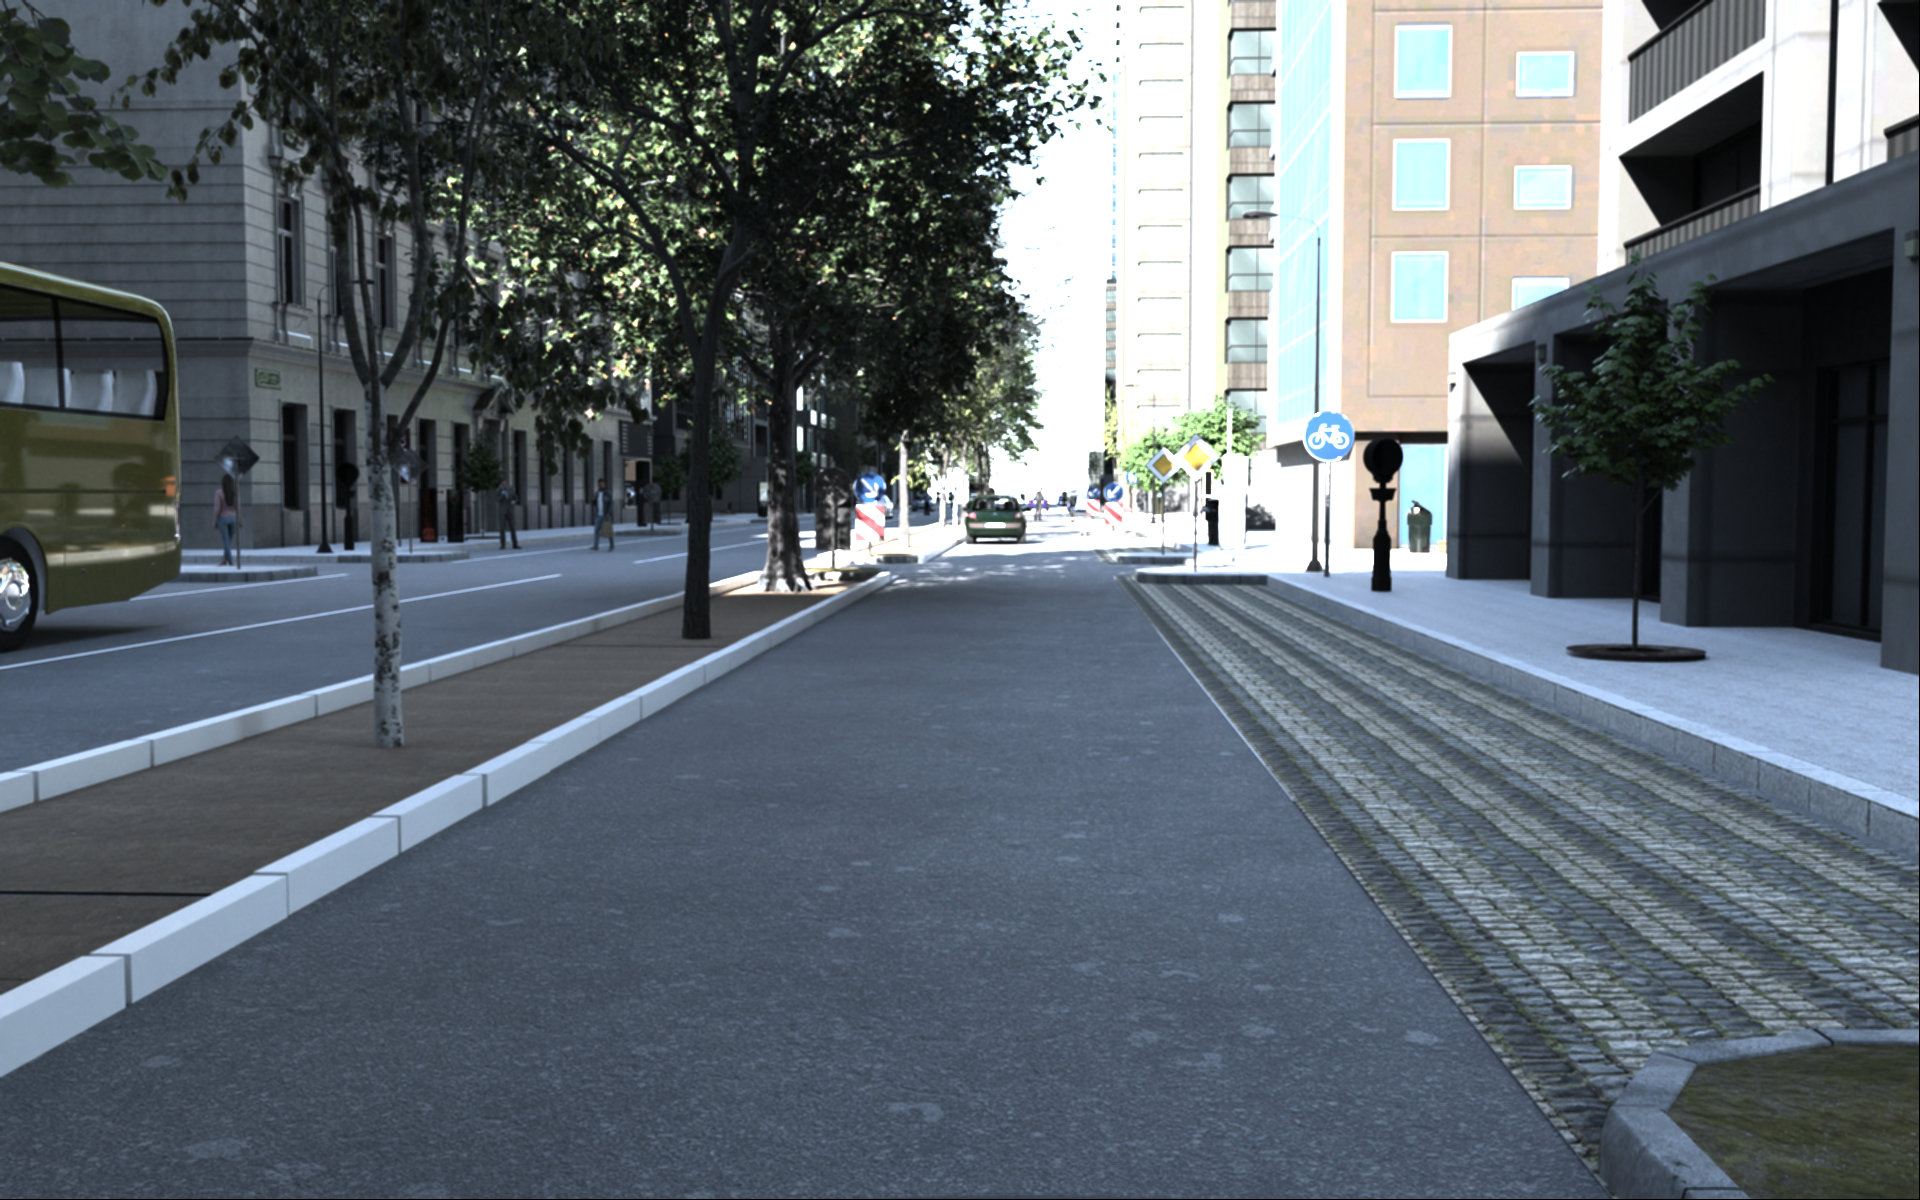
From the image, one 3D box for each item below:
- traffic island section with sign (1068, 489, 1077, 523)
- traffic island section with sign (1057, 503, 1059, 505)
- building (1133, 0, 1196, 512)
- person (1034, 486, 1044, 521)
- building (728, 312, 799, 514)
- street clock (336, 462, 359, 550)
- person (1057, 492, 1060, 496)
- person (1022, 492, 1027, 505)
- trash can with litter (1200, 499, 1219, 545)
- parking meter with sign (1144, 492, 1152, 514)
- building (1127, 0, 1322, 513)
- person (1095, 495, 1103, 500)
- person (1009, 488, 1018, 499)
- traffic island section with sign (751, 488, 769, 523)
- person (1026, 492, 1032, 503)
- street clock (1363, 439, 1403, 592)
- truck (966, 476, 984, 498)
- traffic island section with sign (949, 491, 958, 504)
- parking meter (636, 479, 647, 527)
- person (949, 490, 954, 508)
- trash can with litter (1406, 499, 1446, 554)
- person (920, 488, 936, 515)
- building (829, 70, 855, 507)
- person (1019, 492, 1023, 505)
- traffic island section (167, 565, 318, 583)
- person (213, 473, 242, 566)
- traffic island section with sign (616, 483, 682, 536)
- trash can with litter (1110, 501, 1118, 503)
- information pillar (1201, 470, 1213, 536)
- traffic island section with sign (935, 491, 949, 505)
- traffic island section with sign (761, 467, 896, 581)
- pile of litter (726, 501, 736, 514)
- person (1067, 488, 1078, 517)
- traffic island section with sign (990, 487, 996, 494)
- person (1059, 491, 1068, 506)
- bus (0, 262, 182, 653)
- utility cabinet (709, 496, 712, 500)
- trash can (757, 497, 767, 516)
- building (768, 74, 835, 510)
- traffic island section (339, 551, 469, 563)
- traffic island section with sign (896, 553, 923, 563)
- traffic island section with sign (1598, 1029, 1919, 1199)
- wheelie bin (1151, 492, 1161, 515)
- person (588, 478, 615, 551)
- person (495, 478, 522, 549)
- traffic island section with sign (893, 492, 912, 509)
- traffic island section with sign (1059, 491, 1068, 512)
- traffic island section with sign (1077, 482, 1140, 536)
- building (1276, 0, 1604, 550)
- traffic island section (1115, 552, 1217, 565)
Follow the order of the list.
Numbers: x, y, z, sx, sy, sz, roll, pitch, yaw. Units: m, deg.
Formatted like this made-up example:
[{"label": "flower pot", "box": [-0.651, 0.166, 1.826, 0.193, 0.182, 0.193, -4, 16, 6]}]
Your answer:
[{"label": "traffic island section with sign", "box": [6.511, -4.761, 86.467, 1.989, 1.847, 2.006, 0, 4, 3]}, {"label": "traffic island section with sign", "box": [10.414, -9.474, 163.525, 1.989, 1.847, 2.006, 0, 4, 3]}, {"label": "building", "box": [19.910, -27.205, 128.403, 14.154, 41.232, 14.086, 0, 4, 3]}, {"label": "person", "box": [4.229, -5.126, 92.114, 0.447, 1.846, 0.655, -3, 5, -43]}, {"label": "building", "box": [-22.373, -41.846, 122.441, 20.563, 71.187, 20.611, 0, 4, 3]}, {"label": "street clock", "box": [-13.985, -2.143, 39.603, 0.471, 2.002, 0.358, 0, 4, -8]}, {"label": "person", "box": [15.130, -15.668, 264.669, 0.705, 1.824, 1.348, -1, 4, -20]}, {"label": "person", "box": [8.264, -12.944, 220.841, 0.721, 1.736, 1.217, 3, 5, 44]}, {"label": "trash can with litter", "box": [6.551, -1.965, 43.515, 0.624, 1.170, 1.055, 3, 5, 43]}, {"label": "parking meter with sign", "box": [12.360, -6.969, 110.197, 0.543, 3.016, 1.738, -2, 4, -31]}, {"label": "building", "box": [20.855, -30.111, 142.418, 14.600, 45.320, 14.200, 0, 4, 3]}, {"label": "person", "box": [15.143, -11.190, 191.468, 1.348, 1.823, 0.705, 0, 4, 6]}, {"label": "person", "box": [2.975, -5.533, 99.369, 0.661, 1.777, 0.834, -2, 4, -28]}, {"label": "traffic island section with sign", "box": [-9.396, -4.798, 87.080, 1.989, 1.847, 2.006, 0, 4, 3]}, {"label": "person", "box": [9.463, -14.199, 241.371, 1.217, 1.743, 0.721, 0, 4, -2]}, {"label": "street clock", "box": [5.568, -1.117, 22.828, 0.471, 2.002, 0.358, -1, 4, -18]}, {"label": "truck", "box": [2.477, -16.464, 258.099, 2.839, 4.237, 11.283, 0, 4, 1]}, {"label": "traffic island section with sign", "box": [-1.361, -14.525, 246.106, 1.989, 1.847, 2.006, 0, 4, 3]}, {"label": "parking meter", "box": [-12.544, -3.821, 68.192, 0.399, 1.863, 0.255, -1, 4, -17]}, {"label": "person", "box": [-0.857, -10.648, 182.585, 0.705, 1.826, 1.348, 1, 4, 20]}, {"label": "trash can with litter", "box": [10.175, -1.592, 37.415, 1.055, 1.170, 0.624, 1, 4, 12]}, {"label": "person", "box": [-2.216, -6.642, 117.083, 1.348, 1.826, 0.705, -3, 5, -40]}, {"label": "building", "box": [-19.993, -33.750, 175.518, 21.300, 48.544, 21.600, 0, 4, 3]}, {"label": "person", "box": [8.174, -13.412, 228.230, 0.683, 1.767, 0.568, 0, 4, 2]}, {"label": "traffic island section", "box": [-12.305, -0.442, 29.506, 2.009, 0.180, 2.903, 0, 4, 3]}, {"label": "person", "box": [-13.841, -1.484, 32.770, 0.388, 1.821, 0.555, 2, 4, 33]}, {"label": "traffic island section with sign", "box": [-10.760, -3.152, 60.159, 1.989, 1.847, 2.006, 0, 4, 3]}, {"label": "trash can with litter", "box": [9.883, -6.014, 109.710, 0.624, 1.170, 1.055, -1, 4, -15]}, {"label": "information pillar", "box": [7.557, -2.967, 52.998, 0.304, 2.012, 0.304, 0, 4, -8]}, {"label": "traffic island section with sign", "box": [-2.722, -12.878, 219.185, 1.989, 1.847, 2.006, 0, 4, 3]}, {"label": "traffic island section with sign", "box": [-2.221, -1.290, 29.232, 2.006, 1.907, 1.989, 0, 4, 3]}, {"label": "pile of litter", "box": [-14.881, -5.881, 110.112, 1.176, 0.858, 1.719, -2, 4, -34]}, {"label": "person", "box": [7.015, -6.106, 108.433, 0.694, 1.812, 0.767, 1, 4, 20]}, {"label": "traffic island section with sign", "box": [1.948, -6.333, 111.673, 2.006, 1.907, 1.989, 0, 4, 3]}, {"label": "person", "box": [12.081, -11.775, 201.036, 1.348, 1.823, 0.705, 3, 5, 39]}, {"label": "bus", "box": [-9.822, -1.300, 12.794, 2.896, 3.916, 12.252, 0, 4, 1]}, {"label": "utility cabinet", "box": [-12.803, -4.568, 85.848, 1.020, 1.237, 0.306, -2, 4, -29]}, {"label": "trash can", "box": [-11.285, -5.358, 99.249, 0.748, 1.137, 0.748, 0, 3, 0]}, {"label": "building", "box": [-22.905, -32.418, 149.638, 23.786, 49.044, 30.456, 0, 4, 3]}, {"label": "traffic island section", "box": [-11.902, -0.930, 37.481, 2.009, 0.180, 2.903, 0, 4, 3]}, {"label": "traffic island section with sign", "box": [-1.837, -1.743, 36.629, 2.006, 1.907, 1.989, 0, 4, 3]}, {"label": "traffic island section with sign", "box": [2.308, 0.338, 3.097, 1.989, 1.847, 2.006, 0, 4, 3]}, {"label": "wheelie bin", "box": [12.019, -5.938, 104.992, 0.980, 1.594, 0.693, 3, 5, 42]}, {"label": "person", "box": [-8.822, -2.106, 42.924, 0.794, 1.824, 0.713, 3, 4, 36]}, {"label": "person", "box": [-11.773, -2.254, 45.151, 0.655, 1.846, 0.447, -2, 4, -28]}, {"label": "traffic island section with sign", "box": [-5.492, -9.523, 164.335, 1.989, 1.847, 2.006, 0, 4, 3]}, {"label": "traffic island section with sign", "box": [9.046, -7.827, 136.604, 1.989, 1.847, 2.006, 0, 4, 3]}, {"label": "traffic island section with sign", "box": [5.144, -3.114, 59.546, 1.989, 1.847, 2.006, 0, 4, 3]}, {"label": "building", "box": [16.089, -24.134, 44.709, 14.200, 45.320, 14.600, 0, 4, 3]}, {"label": "traffic island section", "box": [4.318, -0.879, 36.659, 2.009, 0.180, 2.903, 0, 4, 3]}]
